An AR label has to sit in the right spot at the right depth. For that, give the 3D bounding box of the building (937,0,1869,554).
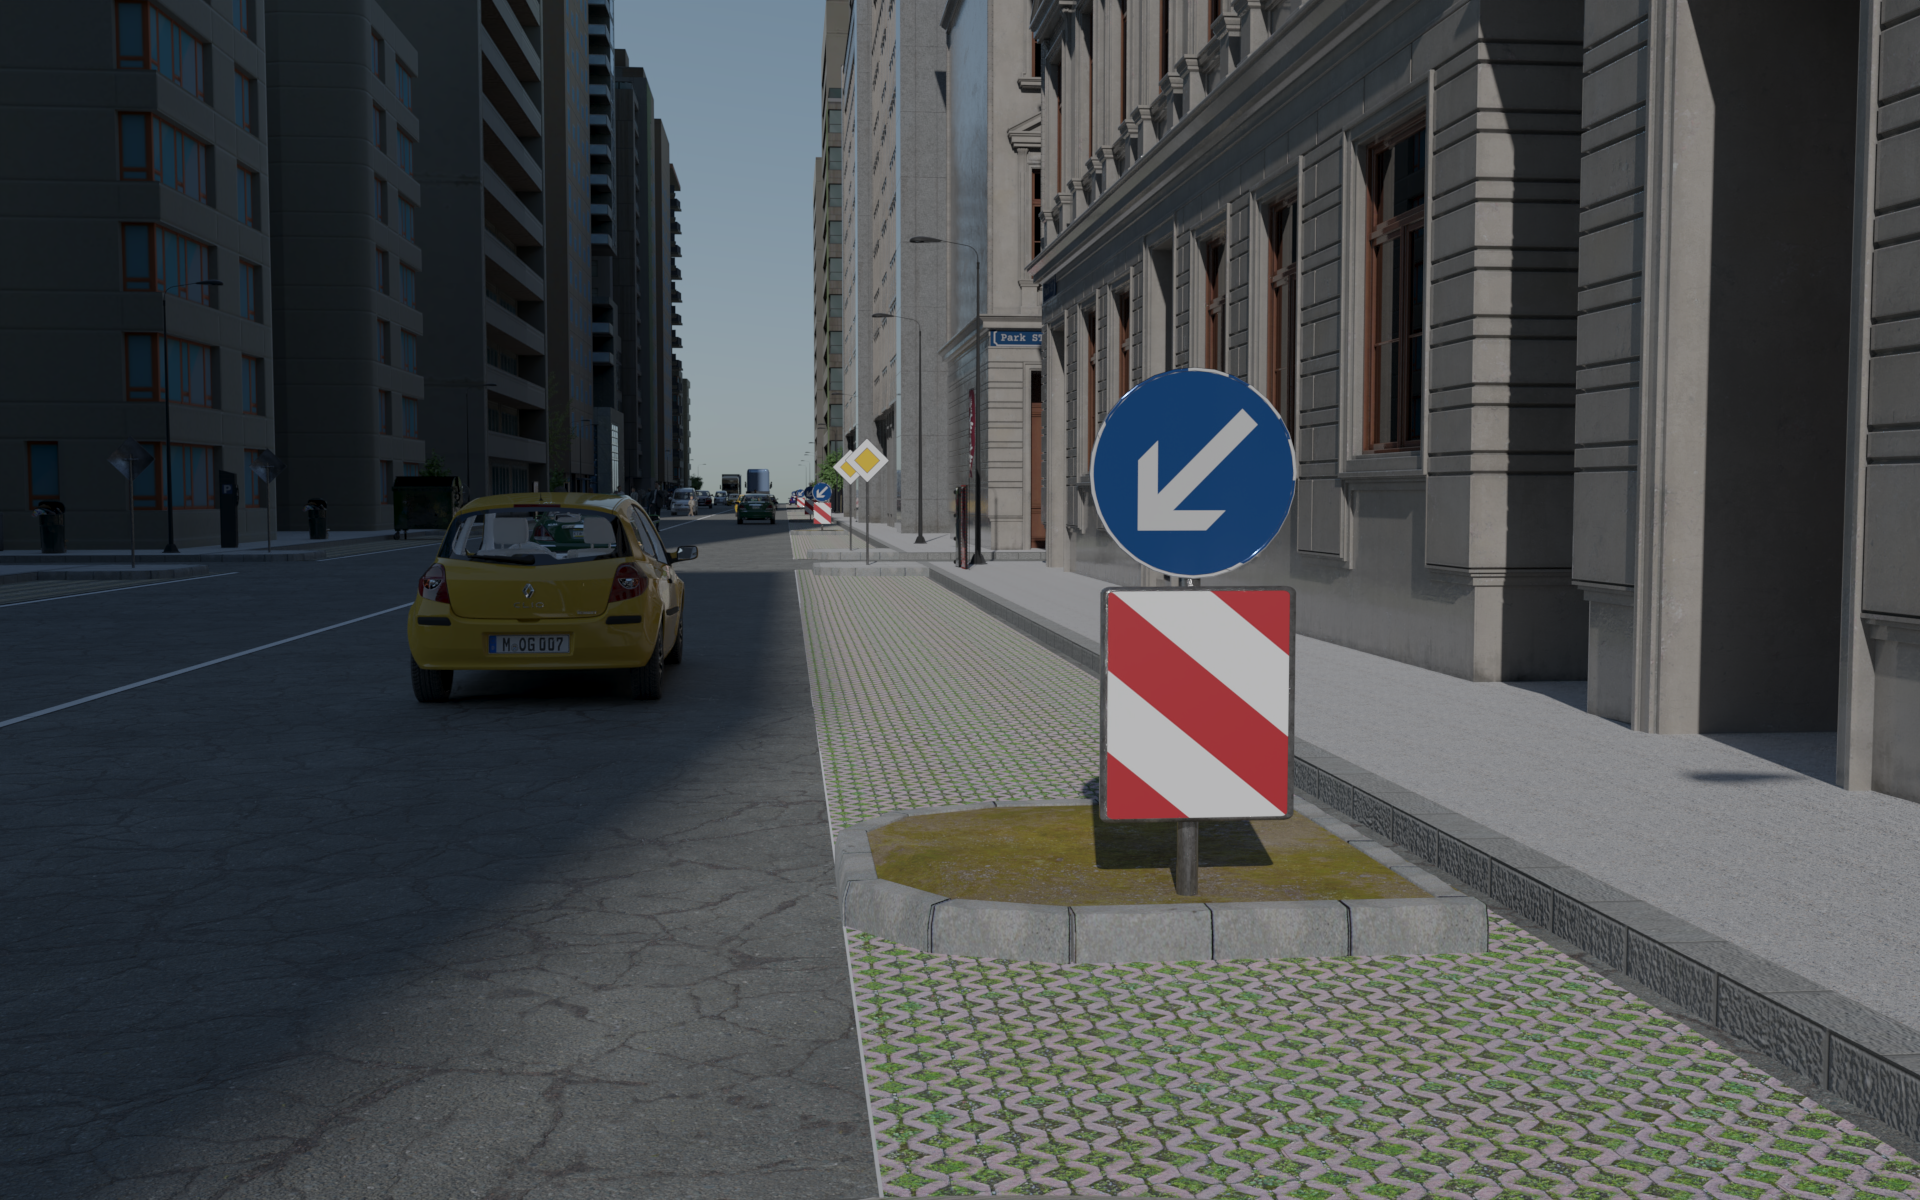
[{"bbox_3d":[9.902,-12.769,44.923,21.152,22.565,11.583,0,4,-6],"label":"building"}]

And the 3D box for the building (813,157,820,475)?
[{"bbox_3d":[-9.214,-37.558,237.775,21.300,48.544,21.600,0,4,-6],"label":"building"}]

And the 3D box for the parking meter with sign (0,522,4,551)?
[{"bbox_3d":[-22.234,-2.576,38.371,1.738,3.016,0.543,-2,4,-33],"label":"parking meter with sign"}]

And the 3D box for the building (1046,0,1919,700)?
[{"bbox_3d":[7.447,-11.323,21.280,11.583,22.565,21.152,0,4,-6],"label":"building"}]

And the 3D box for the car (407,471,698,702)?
[{"bbox_3d":[-3.067,-0.195,13.406,2.015,1.641,3.980,0,4,-6],"label":"car"}]

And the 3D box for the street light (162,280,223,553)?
[{"bbox_3d":[-16.662,-3.981,37.635,1.470,5.913,1.316,0,4,-6],"label":"street light"}]

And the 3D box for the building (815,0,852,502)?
[{"bbox_3d":[-7.841,-47.572,216.049,20.563,71.187,20.611,0,4,-6],"label":"building"}]

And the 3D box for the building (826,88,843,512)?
[{"bbox_3d":[-2.787,-21.751,127.334,14.160,30.474,14.107,0,4,-6],"label":"building"}]

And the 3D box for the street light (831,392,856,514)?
[{"bbox_3d":[-5.176,-6.526,79.246,1.470,5.913,1.316,0,4,-6],"label":"street light"}]

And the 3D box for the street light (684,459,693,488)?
[{"bbox_3d":[-36.308,-15.852,231.728,1.470,5.913,1.316,0,4,-6],"label":"street light"}]

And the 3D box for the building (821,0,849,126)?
[{"bbox_3d":[-2.258,-33.136,165.474,21.300,48.544,21.600,0,4,-6],"label":"building"}]

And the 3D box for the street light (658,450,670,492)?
[{"bbox_3d":[-31.368,-12.899,183.438,1.470,5.913,1.316,0,4,-6],"label":"street light"}]

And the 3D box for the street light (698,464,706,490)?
[{"bbox_3d":[-39.697,-17.964,266.244,1.470,5.913,1.316,0,4,-6],"label":"street light"}]

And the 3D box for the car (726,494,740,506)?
[{"bbox_3d":[-27.082,-12.098,208.023,2.015,1.641,3.980,0,4,-6],"label":"car"}]

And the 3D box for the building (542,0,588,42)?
[{"bbox_3d":[-33.230,-28.690,119.192,14.600,45.320,14.200,0,4,-6],"label":"building"}]

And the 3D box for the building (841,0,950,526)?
[{"bbox_3d":[0.457,-16.437,86.763,12.078,24.808,19.932,0,4,-6],"label":"building"}]

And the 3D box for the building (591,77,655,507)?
[{"bbox_3d":[-36.773,-29.413,164.502,14.154,41.232,14.086,0,4,-6],"label":"building"}]

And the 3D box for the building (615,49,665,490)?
[{"bbox_3d":[-38.810,-32.309,178.360,14.600,45.320,14.200,0,4,-6],"label":"building"}]

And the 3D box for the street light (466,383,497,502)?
[{"bbox_3d":[-20.111,-6.126,72.702,1.470,5.913,1.316,0,4,-6],"label":"street light"}]

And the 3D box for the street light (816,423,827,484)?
[{"bbox_3d":[-8.621,-8.637,113.756,1.470,5.913,1.316,0,4,-6],"label":"street light"}]

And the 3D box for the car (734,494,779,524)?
[{"bbox_3d":[-9.823,-4.389,83.565,2.131,1.459,4.920,0,4,-6],"label":"car"}]

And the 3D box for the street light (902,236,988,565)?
[{"bbox_3d":[-0.212,-3.599,31.381,1.470,5.913,1.316,0,4,-6],"label":"street light"}]

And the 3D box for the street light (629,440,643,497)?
[{"bbox_3d":[-27.879,-10.788,148.932,1.470,5.913,1.316,0,4,-6],"label":"street light"}]

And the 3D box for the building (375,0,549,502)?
[{"bbox_3d":[-32.726,-28.208,84.903,21.300,48.544,21.600,0,4,-6],"label":"building"}]

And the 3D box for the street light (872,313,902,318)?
[{"bbox_3d":[-1.564,-4.407,44.600,1.470,5.913,1.316,0,4,-6],"label":"street light"}]

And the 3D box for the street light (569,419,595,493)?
[{"bbox_3d":[-23.693,-8.270,107.756,1.470,5.913,1.316,0,4,-6],"label":"street light"}]

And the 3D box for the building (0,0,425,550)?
[{"bbox_3d":[-33.462,-12.676,52.297,27.650,21.520,28.899,0,4,-6],"label":"building"}]

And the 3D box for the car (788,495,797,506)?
[{"bbox_3d":[-20.461,-12.444,216.042,1.945,1.354,3.894,0,4,-7],"label":"car"}]

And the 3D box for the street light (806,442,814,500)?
[{"bbox_3d":[-12.836,-11.156,154.937,1.470,5.913,1.316,0,4,-6],"label":"street light"}]

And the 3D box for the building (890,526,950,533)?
[{"bbox_3d":[3.062,-15.169,66.043,12.078,24.808,19.932,0,4,-6],"label":"building"}]

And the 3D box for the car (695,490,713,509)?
[{"bbox_3d":[-25.629,-9.987,171.960,2.281,1.827,5.304,0,4,-7],"label":"car"}]

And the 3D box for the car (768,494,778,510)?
[{"bbox_3d":[-17.650,-8.981,158.838,2.014,1.417,4.499,0,4,-5],"label":"car"}]

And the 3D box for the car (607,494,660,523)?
[{"bbox_3d":[-6.216,-1.083,29.509,2.131,1.459,4.920,0,4,-7],"label":"car"}]

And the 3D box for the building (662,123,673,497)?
[{"bbox_3d":[-41.082,-33.738,201.731,14.600,45.320,14.200,0,4,-6],"label":"building"}]

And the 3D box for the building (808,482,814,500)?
[{"bbox_3d":[-6.797,-34.886,262.272,32.217,40.220,23.993,0,4,-6],"label":"building"}]

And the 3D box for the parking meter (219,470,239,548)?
[{"bbox_3d":[-17.420,-2.177,41.303,0.399,1.863,0.255,-1,4,-11],"label":"parking meter"}]

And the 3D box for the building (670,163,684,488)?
[{"bbox_3d":[-47.256,-34.746,222.727,22.147,44.769,28.867,0,4,-6],"label":"building"}]

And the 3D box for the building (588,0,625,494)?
[{"bbox_3d":[-38.537,-50.621,140.326,22.319,86.520,31.000,0,4,-6],"label":"building"}]

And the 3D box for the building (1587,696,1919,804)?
[{"bbox_3d":[9.577,-10.038,0.276,11.583,22.565,21.152,0,4,-6],"label":"building"}]

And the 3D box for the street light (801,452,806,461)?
[{"bbox_3d":[-17.500,-14.055,202.342,1.470,5.913,1.316,0,4,-6],"label":"street light"}]

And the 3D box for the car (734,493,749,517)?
[{"bbox_3d":[-13.512,-6.161,110.956,2.015,1.641,3.980,0,4,-5],"label":"car"}]

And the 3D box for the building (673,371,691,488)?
[{"bbox_3d":[-53.874,-24.875,251.745,27.650,21.520,28.899,0,4,-6],"label":"building"}]
